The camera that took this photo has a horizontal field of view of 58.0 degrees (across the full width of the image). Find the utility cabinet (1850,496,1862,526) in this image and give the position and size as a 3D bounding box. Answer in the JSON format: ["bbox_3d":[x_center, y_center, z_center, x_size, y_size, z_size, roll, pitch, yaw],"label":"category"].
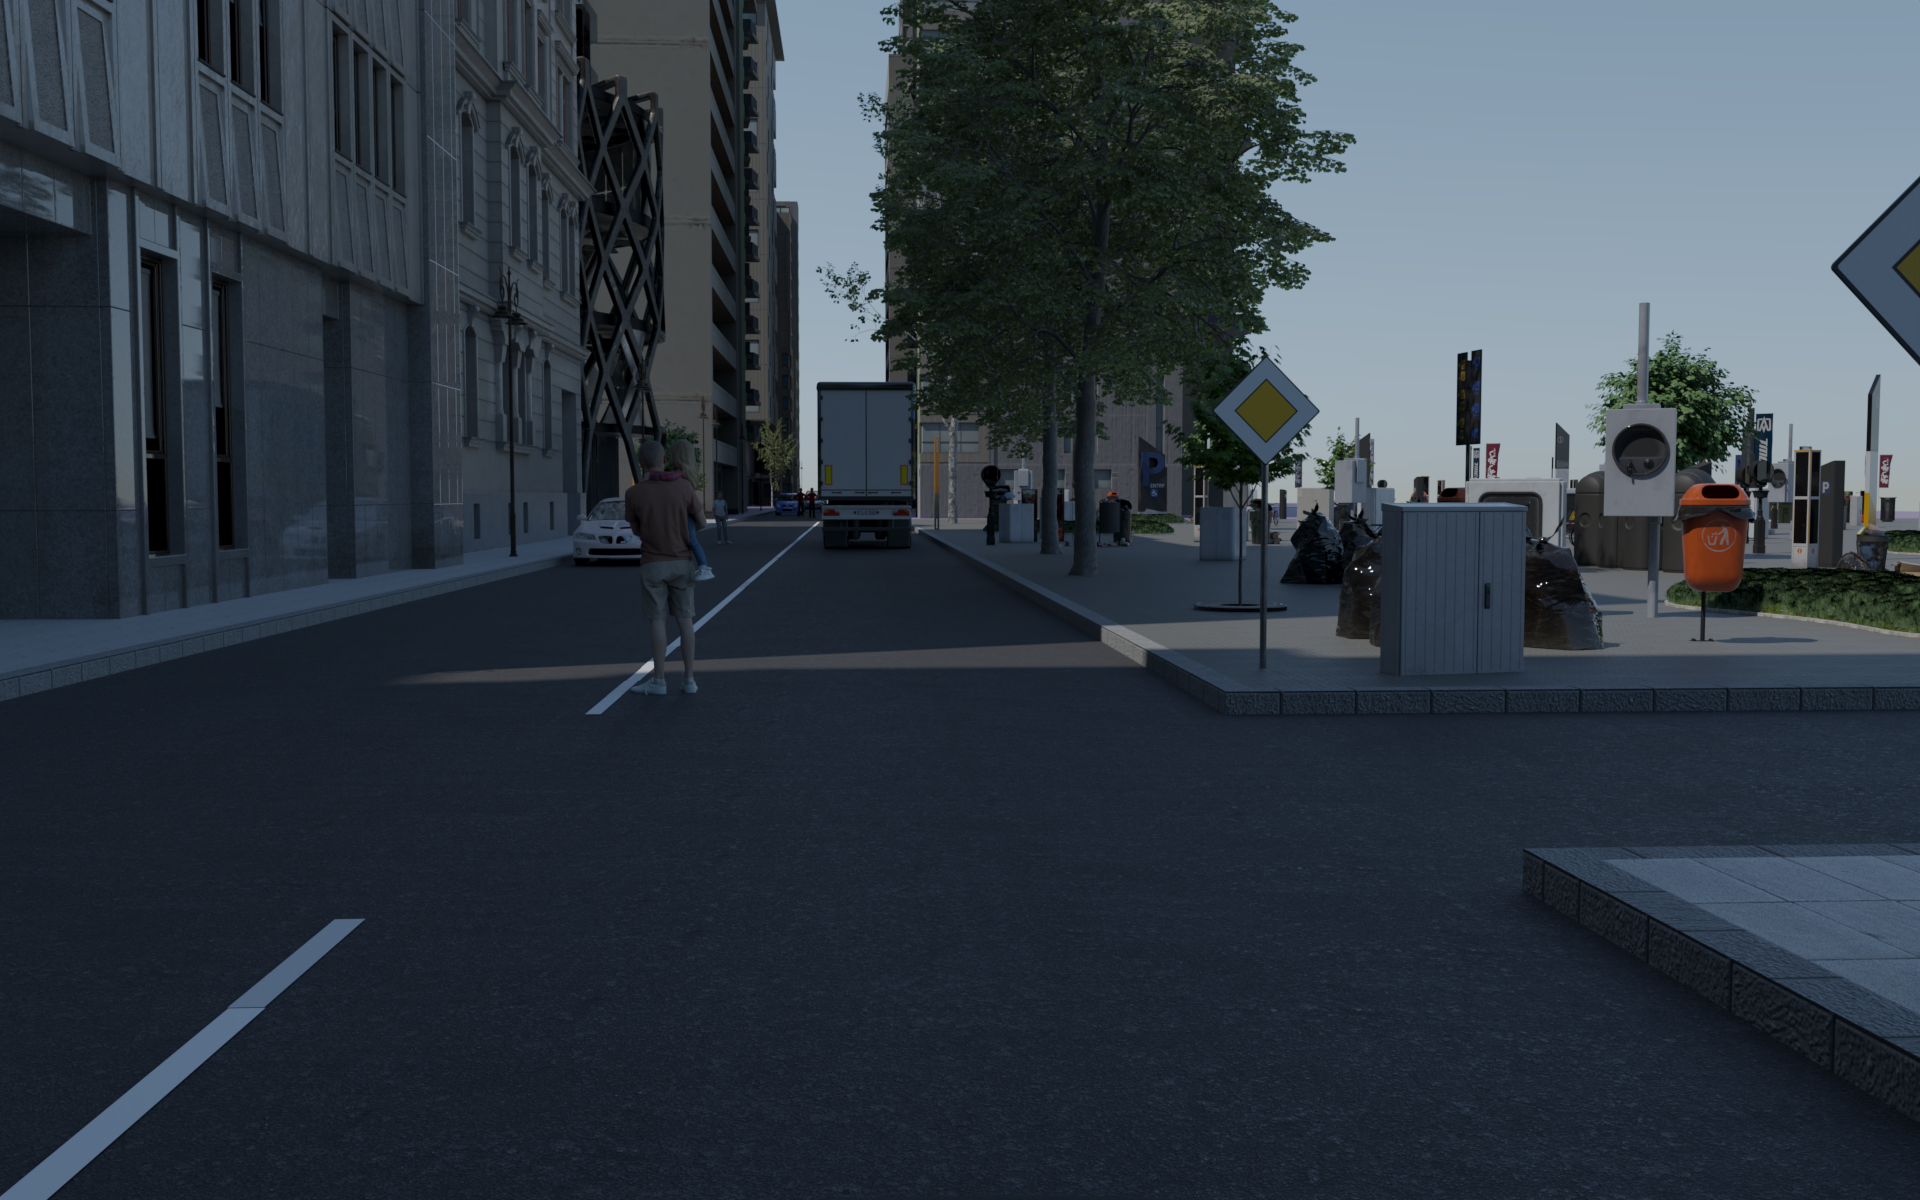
[{"bbox_3d":[36.734,-3.659,70.992,0.306,1.237,1.020,3,4,36],"label":"utility cabinet"}]

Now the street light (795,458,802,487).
[{"bbox_3d":[-20.529,-14.992,217.901,0.468,5.910,1.993,0,4,-4],"label":"street light"}]

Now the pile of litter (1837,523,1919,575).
[{"bbox_3d":[13.365,-0.669,24.902,1.719,0.858,1.176,-1,4,-12],"label":"pile of litter"}]

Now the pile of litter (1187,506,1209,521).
[{"bbox_3d":[11.719,-4.230,83.125,1.719,0.858,1.176,1,4,23],"label":"pile of litter"}]

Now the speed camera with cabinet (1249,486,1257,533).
[{"bbox_3d":[9.443,-3.867,57.556,0.660,3.252,2.038,1,4,19],"label":"speed camera with cabinet"}]

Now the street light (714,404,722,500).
[{"bbox_3d":[-12.460,-7.089,88.688,0.468,5.910,1.993,0,4,-4],"label":"street light"}]

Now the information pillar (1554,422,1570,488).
[{"bbox_3d":[19.712,-4.002,56.780,0.504,3.616,0.183,-1,4,-11],"label":"information pillar"}]

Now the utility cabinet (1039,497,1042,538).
[{"bbox_3d":[2.650,-2.405,50.486,0.306,1.237,1.020,2,4,27],"label":"utility cabinet"}]

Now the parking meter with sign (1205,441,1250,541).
[{"bbox_3d":[7.554,-3.118,47.238,1.738,3.016,0.543,1,4,15],"label":"parking meter with sign"}]

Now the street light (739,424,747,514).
[{"bbox_3d":[-14.002,-8.481,111.457,0.468,5.910,1.993,0,4,-4],"label":"street light"}]

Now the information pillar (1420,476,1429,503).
[{"bbox_3d":[18.796,-4.011,70.068,0.304,2.012,0.304,0,4,2],"label":"information pillar"}]

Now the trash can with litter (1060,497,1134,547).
[{"bbox_3d":[3.276,-1.927,42.561,2.233,1.210,1.678,0,4,-4],"label":"trash can with litter"}]

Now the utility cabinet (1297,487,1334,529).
[{"bbox_3d":[11.385,-2.865,55.522,1.173,1.500,0.318,3,5,42],"label":"utility cabinet"}]

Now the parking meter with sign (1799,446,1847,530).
[{"bbox_3d":[31.140,-4.047,62.426,0.543,3.016,1.738,-2,4,-24],"label":"parking meter with sign"}]

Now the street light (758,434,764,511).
[{"bbox_3d":[-15.465,-9.884,134.389,0.468,5.910,1.993,0,4,-4],"label":"street light"}]

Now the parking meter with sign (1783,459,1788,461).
[{"bbox_3d":[41.516,-5.457,85.478,0.543,3.016,1.738,-2,4,-26],"label":"parking meter with sign"}]

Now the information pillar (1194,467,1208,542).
[{"bbox_3d":[6.402,-2.540,46.014,0.304,2.012,0.304,2,4,28],"label":"information pillar"}]

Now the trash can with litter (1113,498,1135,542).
[{"bbox_3d":[4.289,-2.115,45.975,0.624,1.170,1.055,1,4,15],"label":"trash can with litter"}]

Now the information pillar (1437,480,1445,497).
[{"bbox_3d":[24.905,-5.212,89.701,0.304,2.012,0.304,-3,5,-44],"label":"information pillar"}]

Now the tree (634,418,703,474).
[{"bbox_3d":[-12.598,-5.578,74.913,4.285,4.588,4.351,0,3,0],"label":"tree"}]

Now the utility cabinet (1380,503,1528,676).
[{"bbox_3d":[3.551,-0.079,12.458,1.020,1.237,0.306,-1,4,-16],"label":"utility cabinet"}]

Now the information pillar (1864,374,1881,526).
[{"bbox_3d":[17.777,-2.594,33.760,0.183,3.616,0.504,3,5,44],"label":"information pillar"}]

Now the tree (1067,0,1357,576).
[{"bbox_3d":[2.385,-6.667,27.126,7.486,12.596,7.792,0,3,0],"label":"tree"}]

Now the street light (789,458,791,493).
[{"bbox_3d":[-19.210,-13.592,195.017,0.468,5.910,1.993,0,4,-4],"label":"street light"}]

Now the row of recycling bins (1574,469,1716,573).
[{"bbox_3d":[11.660,-1.377,29.632,1.069,1.692,3.534,-1,4,-10],"label":"row of recycling bins"}]

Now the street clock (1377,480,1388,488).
[{"bbox_3d":[21.197,-5.040,86.972,0.471,2.002,0.358,-1,4,-18],"label":"street clock"}]

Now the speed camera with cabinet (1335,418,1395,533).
[{"bbox_3d":[10.634,-3.127,45.456,2.038,3.252,0.660,-3,5,-44],"label":"speed camera with cabinet"}]

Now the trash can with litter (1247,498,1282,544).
[{"bbox_3d":[7.781,-2.017,44.357,0.624,1.170,1.055,3,5,39],"label":"trash can with litter"}]

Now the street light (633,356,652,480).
[{"bbox_3d":[-10.629,-5.220,58.131,0.468,5.910,1.993,0,4,-4],"label":"street light"}]

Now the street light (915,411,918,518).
[{"bbox_3d":[-2.354,-7.435,94.355,0.468,5.910,1.993,0,4,-4],"label":"street light"}]

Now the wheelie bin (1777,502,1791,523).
[{"bbox_3d":[36.359,-4.179,76.240,0.980,1.594,0.693,1,4,20],"label":"wheelie bin"}]

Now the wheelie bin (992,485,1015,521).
[{"bbox_3d":[1.455,-3.220,60.554,0.980,1.594,0.693,1,4,18],"label":"wheelie bin"}]

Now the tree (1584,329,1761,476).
[{"bbox_3d":[14.042,-3.106,34.502,4.285,4.588,4.351,0,3,0],"label":"tree"}]

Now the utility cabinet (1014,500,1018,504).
[{"bbox_3d":[2.970,-4.547,83.018,0.318,1.500,1.173,2,4,28],"label":"utility cabinet"}]

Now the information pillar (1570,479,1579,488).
[{"bbox_3d":[30.588,-5.005,86.322,0.304,2.012,0.304,-1,4,-15],"label":"information pillar"}]

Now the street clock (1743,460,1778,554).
[{"bbox_3d":[17.234,-2.002,37.298,0.471,2.002,0.358,0,4,-3],"label":"street clock"}]

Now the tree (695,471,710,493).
[{"bbox_3d":[-13.227,-5.585,85.913,1.663,3.219,1.824,0,3,0],"label":"tree"}]

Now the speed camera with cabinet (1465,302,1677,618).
[{"bbox_3d":[6.369,-1.453,18.088,2.038,3.252,0.660,1,4,23],"label":"speed camera with cabinet"}]

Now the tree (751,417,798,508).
[{"bbox_3d":[-17.519,-13.039,163.557,4.737,8.622,4.395,0,3,0],"label":"tree"}]

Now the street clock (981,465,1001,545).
[{"bbox_3d":[0.773,-2.383,43.526,0.471,2.002,0.358,-1,4,-11],"label":"street clock"}]

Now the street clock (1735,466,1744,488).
[{"bbox_3d":[20.282,-2.459,44.775,0.471,2.002,0.358,-1,4,-22],"label":"street clock"}]

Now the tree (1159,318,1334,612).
[{"bbox_3d":[2.989,-1.501,19.145,1.663,3.219,1.824,0,3,0],"label":"tree"}]

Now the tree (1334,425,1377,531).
[{"bbox_3d":[10.682,-3.321,48.894,1.663,3.219,1.824,0,3,0],"label":"tree"}]

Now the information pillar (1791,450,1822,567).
[{"bbox_3d":[14.096,-1.490,28.853,0.304,2.012,0.304,-2,4,-31],"label":"information pillar"}]

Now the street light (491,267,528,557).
[{"bbox_3d":[-9.162,-3.827,35.356,0.468,5.910,1.993,0,4,-4],"label":"street light"}]

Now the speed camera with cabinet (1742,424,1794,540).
[{"bbox_3d":[22.893,-3.361,49.294,0.660,3.252,2.038,-2,4,-24],"label":"speed camera with cabinet"}]

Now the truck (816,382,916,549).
[{"bbox_3d":[-2.576,-3.664,48.816,2.839,4.237,11.283,0,4,-2],"label":"truck"}]

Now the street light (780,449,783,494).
[{"bbox_3d":[-17.720,-12.165,171.693,0.468,5.910,1.993,0,4,-4],"label":"street light"}]

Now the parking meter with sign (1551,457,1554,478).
[{"bbox_3d":[27.005,-5.218,81.574,1.738,3.016,0.543,1,4,17],"label":"parking meter with sign"}]

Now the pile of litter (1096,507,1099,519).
[{"bbox_3d":[5.863,-3.450,70.367,1.719,0.858,1.176,0,4,8],"label":"pile of litter"}]

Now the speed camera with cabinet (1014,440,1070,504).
[{"bbox_3d":[3.029,-4.270,64.157,2.038,3.252,0.660,0,4,0],"label":"speed camera with cabinet"}]

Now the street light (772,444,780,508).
[{"bbox_3d":[-16.824,-11.266,156.978,0.468,5.910,1.993,0,4,-4],"label":"street light"}]

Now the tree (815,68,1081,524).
[{"bbox_3d":[0.130,-13.453,75.846,12.611,20.169,13.585,0,3,0],"label":"tree"}]

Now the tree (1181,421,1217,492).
[{"bbox_3d":[9.660,-4.823,62.574,4.285,4.588,4.351,0,3,0],"label":"tree"}]
